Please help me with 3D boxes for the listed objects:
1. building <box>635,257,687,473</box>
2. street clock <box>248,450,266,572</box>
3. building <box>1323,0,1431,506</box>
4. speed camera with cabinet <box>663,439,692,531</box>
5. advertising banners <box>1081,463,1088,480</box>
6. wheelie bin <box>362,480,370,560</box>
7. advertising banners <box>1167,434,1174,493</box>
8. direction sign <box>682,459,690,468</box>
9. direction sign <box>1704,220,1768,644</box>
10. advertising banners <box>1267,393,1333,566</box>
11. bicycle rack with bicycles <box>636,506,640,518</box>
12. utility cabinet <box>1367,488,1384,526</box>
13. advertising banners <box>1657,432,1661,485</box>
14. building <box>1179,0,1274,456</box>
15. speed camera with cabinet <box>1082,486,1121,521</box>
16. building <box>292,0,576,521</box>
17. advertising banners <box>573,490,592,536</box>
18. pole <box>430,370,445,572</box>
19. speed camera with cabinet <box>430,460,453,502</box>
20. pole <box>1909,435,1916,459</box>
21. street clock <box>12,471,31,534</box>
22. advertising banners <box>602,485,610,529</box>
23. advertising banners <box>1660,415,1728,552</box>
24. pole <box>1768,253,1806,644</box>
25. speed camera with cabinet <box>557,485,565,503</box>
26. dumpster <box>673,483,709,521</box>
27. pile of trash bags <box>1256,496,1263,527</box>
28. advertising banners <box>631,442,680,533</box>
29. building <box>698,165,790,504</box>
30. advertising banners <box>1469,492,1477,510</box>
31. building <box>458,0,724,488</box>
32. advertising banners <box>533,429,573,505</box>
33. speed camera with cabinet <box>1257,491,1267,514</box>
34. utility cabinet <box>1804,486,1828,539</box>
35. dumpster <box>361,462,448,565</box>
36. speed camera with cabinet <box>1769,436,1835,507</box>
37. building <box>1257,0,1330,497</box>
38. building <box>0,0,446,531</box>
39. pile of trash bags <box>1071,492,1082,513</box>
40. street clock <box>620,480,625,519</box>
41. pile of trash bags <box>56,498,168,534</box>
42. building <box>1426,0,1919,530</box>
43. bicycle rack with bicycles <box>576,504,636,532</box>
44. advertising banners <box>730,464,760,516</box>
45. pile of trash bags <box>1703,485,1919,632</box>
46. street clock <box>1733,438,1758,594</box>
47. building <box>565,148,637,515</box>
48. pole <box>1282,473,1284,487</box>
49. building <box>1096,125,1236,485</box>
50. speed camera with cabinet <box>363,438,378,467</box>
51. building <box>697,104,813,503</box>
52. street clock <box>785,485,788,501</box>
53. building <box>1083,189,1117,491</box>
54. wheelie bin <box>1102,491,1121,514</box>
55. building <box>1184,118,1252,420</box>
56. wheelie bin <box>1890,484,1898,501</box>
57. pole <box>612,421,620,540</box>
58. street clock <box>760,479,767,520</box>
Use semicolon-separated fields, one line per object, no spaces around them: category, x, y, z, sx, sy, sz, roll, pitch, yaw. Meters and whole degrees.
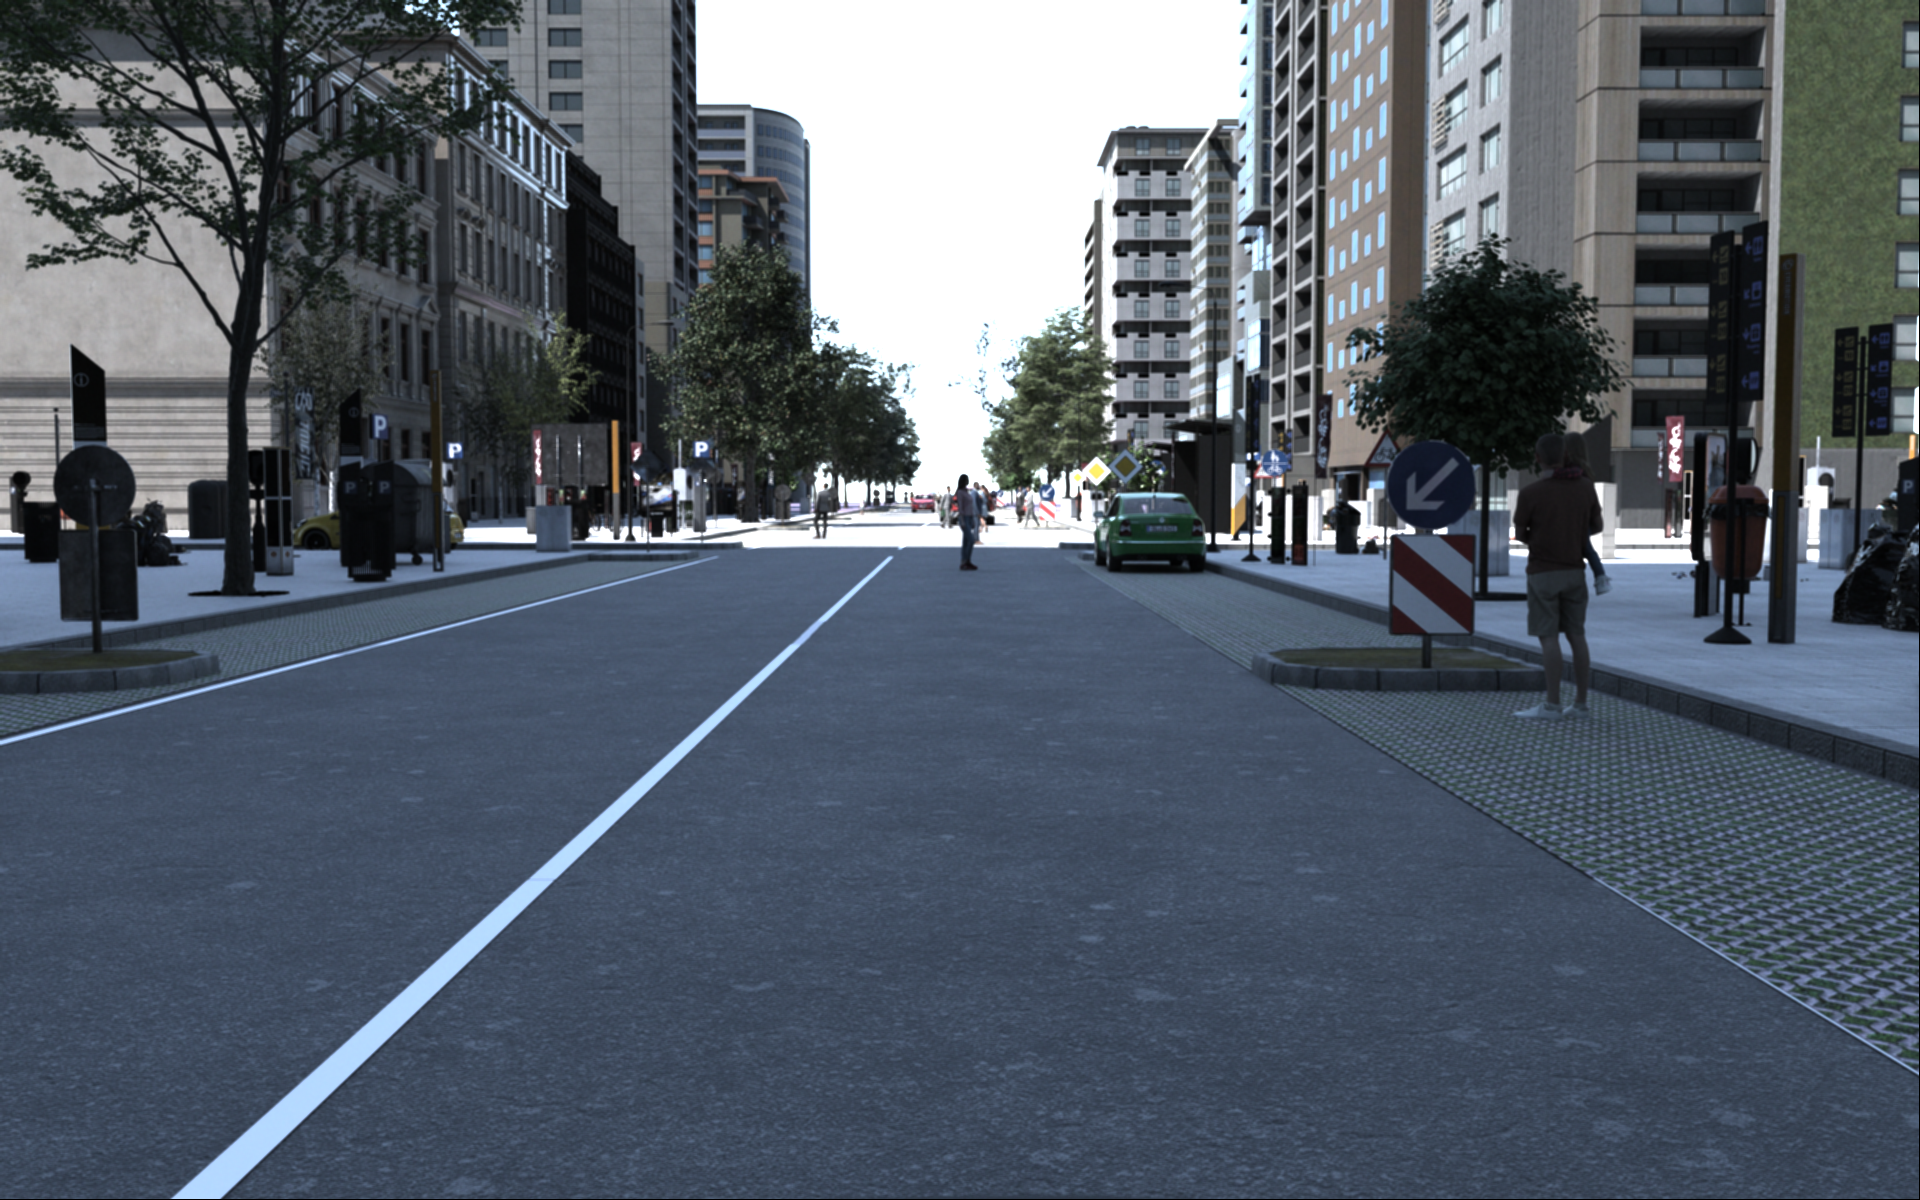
building;-37.398;-17.779;135.729;27.650;21.520;28.899;0;3;0
street clock;-11.549;-1.464;28.514;0.471;2.002;0.358;0;4;-2
building;26.394;-26.597;84.980;14.600;45.320;14.200;0;3;0
speed camera with cabinet;-10.200;-4.125;61.781;0.660;3.252;2.038;2;4;25
advertising banners;7.507;-6.110;96.089;0.090;3.025;2.074;-3;5;-45
wheelie bin;-11.502;-1.576;33.673;0.693;1.594;0.980;0;4;-6
advertising banners;6.115;-3.304;50.204;0.090;3.025;2.074;1;4;10
direction sign;-13.644;-5.746;85.949;0.379;3.537;0.876;-3;4;-39
direction sign;6.630;-1.398;14.854;0.379;3.537;0.876;0;4;-5
advertising banners;6.109;-2.139;31.155;0.090;3.025;2.074;-1;4;-20
bicycle rack with bicycles;-18.214;-4.926;93.920;2.925;0.926;2.852;0;4;-5
utility cabinet;16.457;-3.657;68.479;0.318;1.500;1.173;3;4;38
advertising banners;20.403;-3.279;49.796;0.090;3.025;2.074;3;5;43
building;31.210;-50.669;141.101;22.319;86.520;31.000;0;3;0
speed camera with cabinet;6.772;-5.405;82.707;2.038;3.252;0.660;-3;4;-37
building;-29.348;-18.066;92.639;12.463;27.353;25.104;0;3;0
advertising banners;-11.976;-3.466;52.861;2.074;3.025;0.090;3;4;38
pole;-8.649;-2.129;28.649;0.158;3.312;0.155;0;3;0
speed camera with cabinet;-14.799;-3.322;48.657;0.660;3.252;2.038;0;3;0
pole;32.878;-4.036;59.835;0.158;3.312;0.155;0;3;0
street clock;-29.857;-3.094;55.149;0.471;2.002;0.358;0;4;2
advertising banners;-12.951;-4.103;63.279;0.090;3.025;2.074;0;4;-5
advertising banners;16.188;-2.543;37.760;0.090;3.025;2.074;-2;4;-26
pole;7.079;-1.283;14.828;0.158;3.312;0.155;0;3;0
speed camera with cabinet;-20.880;-5.869;90.289;0.660;3.252;2.038;2;4;33
dumpster;-10.204;-3.785;64.378;1.502;2.255;1.985;0;3;0
pile of trash bags;11.985;-3.602;68.643;3.447;1.369;1.912;1;4;22
advertising banners;-10.144;-3.749;57.486;2.074;3.025;0.090;2;4;32
building;-34.635;-35.377;233.039;22.147;44.769;28.867;0;3;0
advertising banners;17.776;-3.915;60.204;0.090;3.025;2.074;2;4;26
building;-32.772;-44.078;158.925;20.563;71.187;20.611;0;3;0
advertising banners;-10.942;-3.065;46.294;0.090;3.025;2.074;-3;4;-38
speed camera with cabinet;14.363;-5.663;86.928;2.038;3.252;0.660;0;4;6
utility cabinet;23.658;-2.438;48.544;1.173;1.500;0.318;2;4;23
dumpster;-10.274;-1.592;31.788;1.264;1.857;1.865;0;3;0
speed camera with cabinet;28.656;-3.951;58.927;2.038;3.252;0.660;0;4;-8
building;29.704;-41.058;109.550;20.563;71.187;20.611;0;3;0
building;-29.032;-14.281;69.652;11.583;22.565;21.152;0;3;0
pile of trash bags;8.111;-6.600;117.661;1.912;1.369;3.447;0;4;-6
street clock;-17.524;-5.220;89.918;0.358;2.002;0.471;0;4;-3
pile of trash bags;-27.511;-2.847;56.299;3.447;1.369;1.912;-1;4;-12
building;26.856;-23.435;66.760;14.086;41.232;14.154;0;3;0
bicycle rack with bicycles;-12.768;-2.762;58.534;2.852;0.926;2.925;-1;4;-23
advertising banners;-12.556;-6.426;101.250;2.074;3.025;0.090;-3;5;-41
pile of trash bags;9.047;-0.430;16.778;3.447;1.369;1.912;1;4;13
street clock;10.081;-1.086;22.325;0.358;2.002;0.471;3;5;41
building;-28.786;-17.340;113.191;12.332;23.373;15.834;0;3;0
pole;19.242;-6.699;103.378;0.158;3.312;0.155;0;3;0
building;34.466;-40.070;244.390;28.713;52.752;27.495;0;3;0
speed camera with cabinet;-15.962;-3.162;46.033;0.660;3.252;2.038;-2;4;-30
building;-34.054;-44.020;261.724;21.231;58.520;28.212;0;3;0
street clock;-9.701;-5.582;95.840;0.471;2.002;0.358;-1;4;-12
building;30.588;-39.479;269.181;21.300;48.544;21.600;0;3;0
wheelie bin;7.000;-4.407;79.963;0.980;1.594;0.693;2;4;34
building;35.850;-29.304;170.996;32.217;40.220;23.993;0;3;0
wheelie bin;28.207;-2.679;51.709;0.980;1.594;0.693;-1;4;-14
pole;-9.548;-3.318;48.093;0.158;3.312;0.155;0;3;0
street clock;-9.664;-4.934;85.235;0.358;2.002;0.471;1;4;16
